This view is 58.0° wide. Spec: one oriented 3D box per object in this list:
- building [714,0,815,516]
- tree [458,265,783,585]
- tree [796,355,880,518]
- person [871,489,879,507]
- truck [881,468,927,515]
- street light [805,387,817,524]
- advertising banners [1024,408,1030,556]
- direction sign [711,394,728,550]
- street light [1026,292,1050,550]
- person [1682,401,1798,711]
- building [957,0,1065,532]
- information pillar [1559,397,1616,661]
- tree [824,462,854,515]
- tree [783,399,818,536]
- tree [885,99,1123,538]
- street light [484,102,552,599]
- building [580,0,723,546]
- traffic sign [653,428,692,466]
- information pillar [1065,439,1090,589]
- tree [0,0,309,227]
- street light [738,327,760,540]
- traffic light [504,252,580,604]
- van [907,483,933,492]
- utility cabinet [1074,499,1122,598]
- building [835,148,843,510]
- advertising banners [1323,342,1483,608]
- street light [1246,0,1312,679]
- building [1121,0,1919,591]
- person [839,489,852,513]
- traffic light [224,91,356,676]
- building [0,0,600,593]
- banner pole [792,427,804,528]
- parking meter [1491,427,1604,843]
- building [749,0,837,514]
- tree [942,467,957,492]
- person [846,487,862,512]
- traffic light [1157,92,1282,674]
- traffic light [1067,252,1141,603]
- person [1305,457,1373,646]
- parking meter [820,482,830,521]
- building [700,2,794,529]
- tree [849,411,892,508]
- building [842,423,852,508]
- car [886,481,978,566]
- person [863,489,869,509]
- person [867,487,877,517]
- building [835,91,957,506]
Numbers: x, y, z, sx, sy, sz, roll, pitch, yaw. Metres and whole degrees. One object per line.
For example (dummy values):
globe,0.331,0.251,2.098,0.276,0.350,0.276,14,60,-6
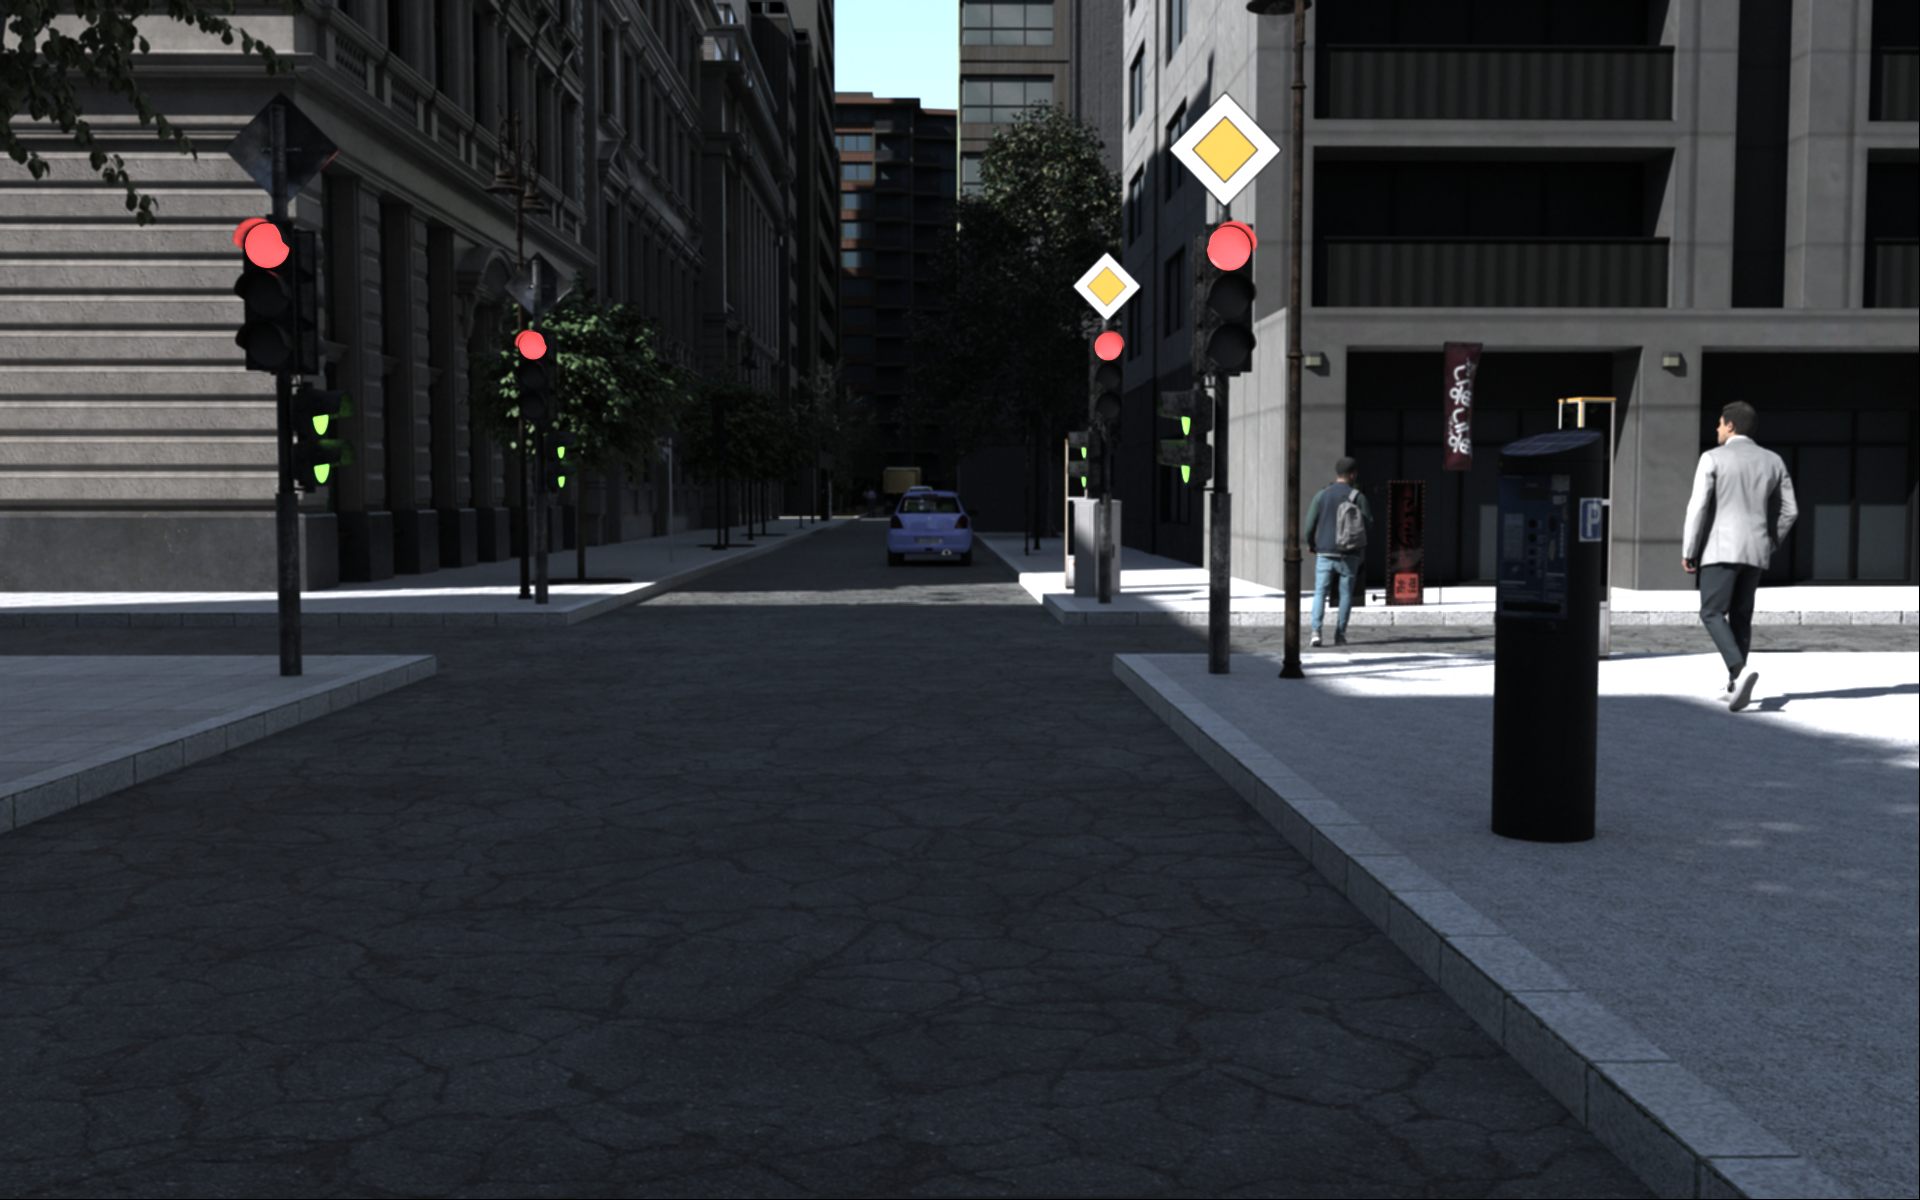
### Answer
building,-16.055,-20.237,102.581,14.160,30.474,14.107,0,4,-1
tree,-5.444,-2.521,24.935,4.285,4.588,4.351,0,3,0
tree,-6.704,-8.681,92.291,4.360,8.622,3.978,0,3,0
person,-8.554,-10.067,170.638,1.348,1.824,0.705,-1,4,-11
truck,-4.108,-7.896,125.023,3.469,3.379,9.791,0,4,-1
street light,-6.411,-6.258,75.113,0.468,5.910,1.993,0,4,-1
advertising banners,1.407,-2.453,36.294,0.090,3.025,2.074,0,4,1
direction sign,-5.542,-2.921,39.760,0.379,3.537,0.876,-2,4,-24
street light,1.778,-4.102,39.856,0.468,5.910,1.993,0,4,-1
person,4.708,-0.277,10.413,0.661,1.843,0.795,0,4,-3
building,6.883,-23.248,63.702,14.154,41.232,14.086,0,4,-1
information pillar,4.820,-0.543,13.371,0.304,2.012,0.304,-1,4,-13
tree,-7.554,-6.779,105.433,1.663,3.219,1.824,0,3,0
tree,-5.806,-3.585,42.331,4.285,4.588,4.351,0,3,0
tree,2.590,-8.175,50.676,9.611,12.733,9.660,0,3,0
street light,-5.322,-2.950,21.018,0.468,5.910,1.993,0,4,-1
building,-14.041,-13.175,51.568,11.583,22.565,21.152,0,4,-1
traffic sign,-5.465,-2.011,32.621,0.795,2.593,0.064,0,4,0
information pillar,1.593,-1.157,23.404,0.304,2.012,0.304,1,4,12
tree,-5.280,-3.585,8.971,4.737,8.622,4.395,0,3,0
street light,-5.836,-4.607,48.108,0.468,5.910,1.993,0,4,-1
traffic light,-4.874,-1.909,20.135,0.839,4.253,0.868,0,4,-1
van,-2.120,-5.266,93.116,2.013,2.044,4.112,0,4,0
utility cabinet,1.754,-0.659,21.942,0.306,1.237,1.020,2,4,24
building,-16.773,-22.417,138.223,14.160,30.474,14.107,0,4,-1
advertising banners,5.072,-1.443,19.782,2.074,3.025,0.090,-1,4,-19
street light,2.321,-2.394,11.936,0.468,5.910,1.993,0,4,-1
building,14.370,-36.257,31.059,20.611,71.187,20.563,0,4,-1
person,-7.855,-6.842,118.632,1.217,1.743,0.721,3,5,40
traffic light,-4.723,-1.421,12.151,0.839,4.253,0.868,0,4,-1
building,-13.481,-12.365,31.040,11.050,23.489,19.941,0,4,-1
banner pole,-6.094,-4.579,64.879,0.401,3.779,0.863,-3,4,-37
parking meter,2.204,0.117,6.505,0.372,1.533,0.369,0,3,0
building,-19.843,-30.341,119.782,21.300,48.544,21.600,0,4,-1
tree,-0.139,-11.573,172.926,4.285,4.588,4.351,0,3,0
person,-7.748,-7.331,126.042,1.348,1.807,0.705,-2,4,-24
traffic light,1.837,-1.429,12.291,0.839,4.253,0.868,0,4,-1
traffic light,1.686,-1.918,20.275,0.839,4.253,0.868,0,4,-1
person,3.578,-0.460,16.370,0.623,1.781,0.721,1,4,10
parking meter,-6.442,-4.701,82.578,0.399,1.863,0.255,2,4,25
building,-14.651,-14.211,74.143,13.314,21.916,24.055,0,4,-1
tree,-7.981,-12.313,151.684,4.737,8.622,4.395,0,3,0
building,-25.854,-51.578,155.979,31.000,86.520,22.319,0,4,-1
car,-0.590,-1.601,35.771,1.945,1.707,3.694,0,4,1
person,-8.165,-8.764,150.271,0.436,1.711,0.756,-1,4,-21
person,-5.346,-5.984,106.206,0.709,1.838,0.599,2,4,30
building,-13.417,-32.831,191.410,28.867,44.769,22.147,0,4,-1
